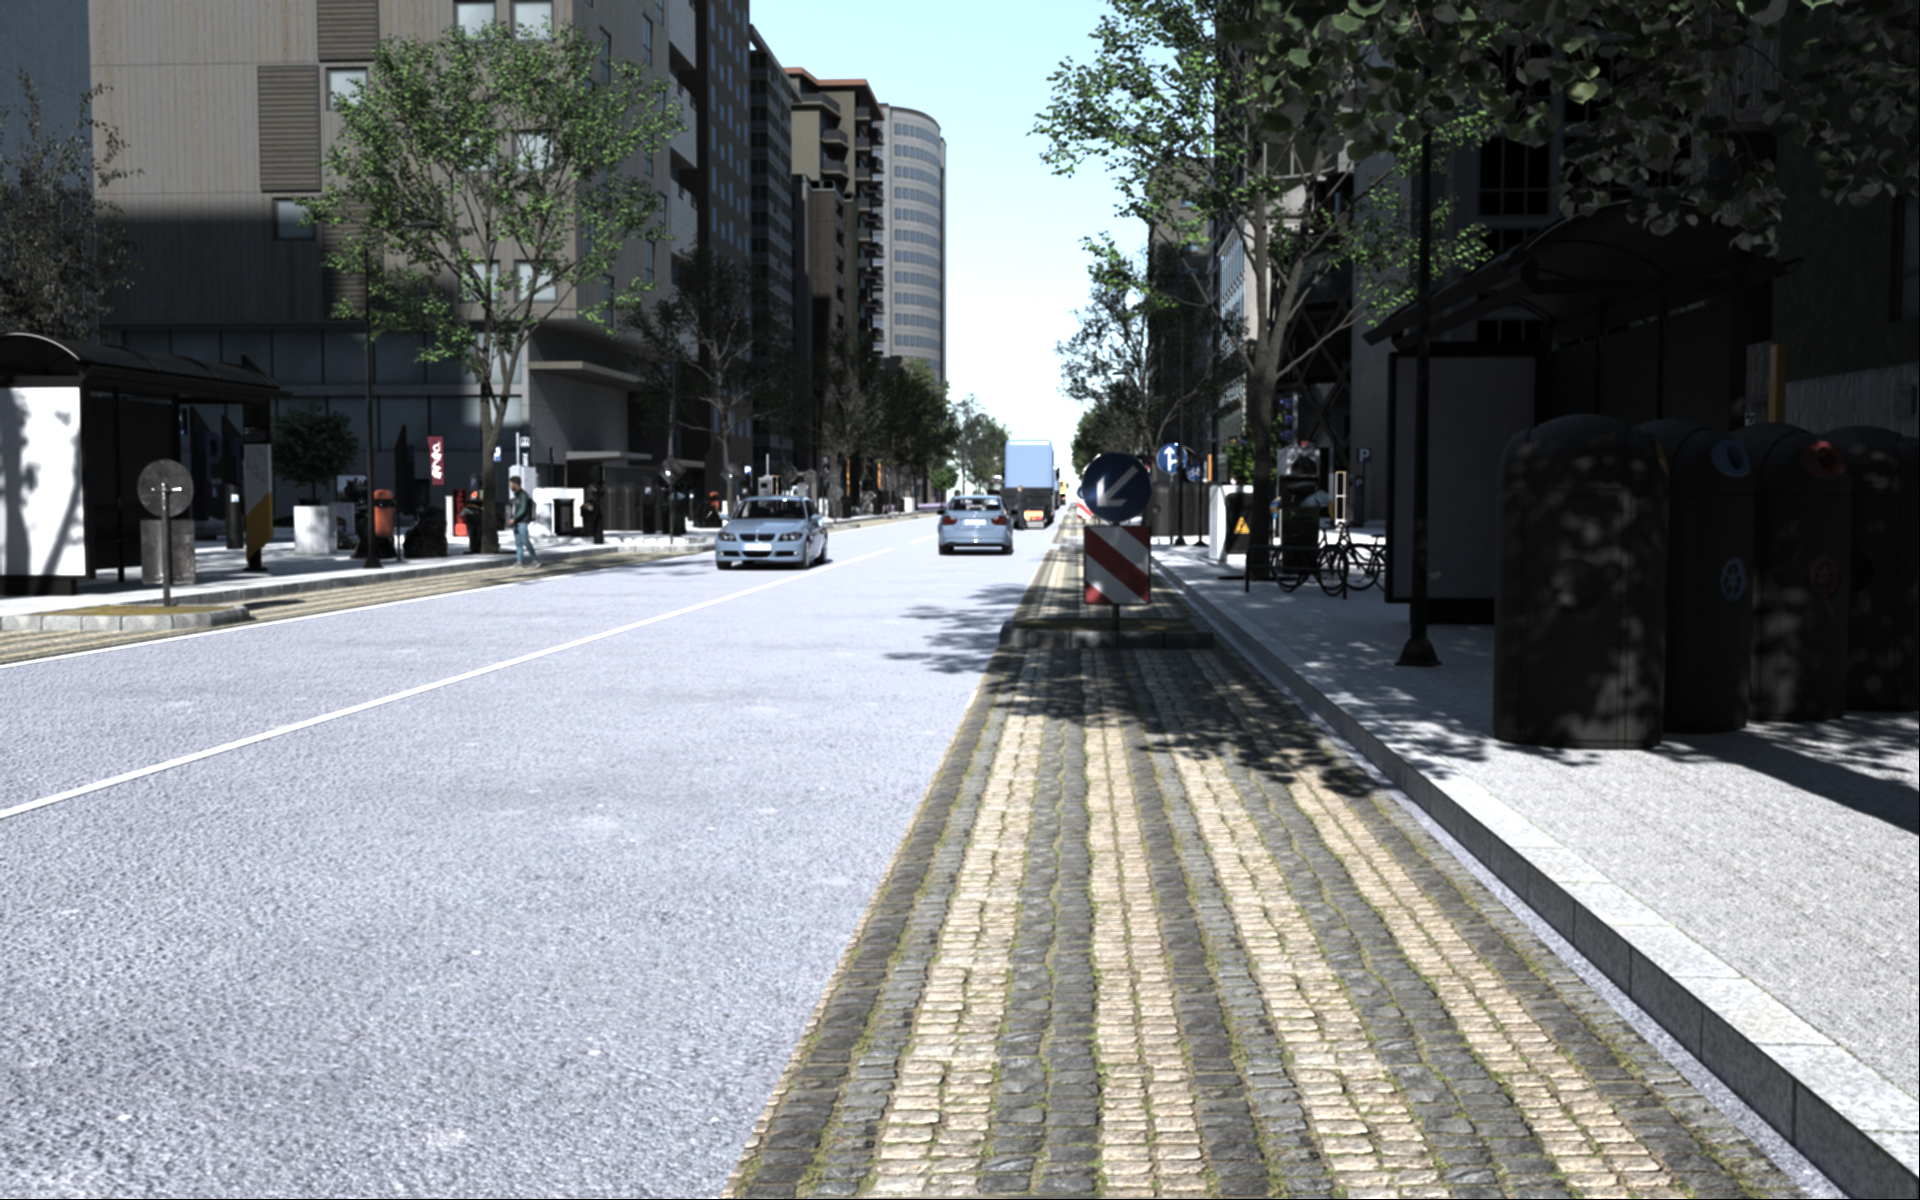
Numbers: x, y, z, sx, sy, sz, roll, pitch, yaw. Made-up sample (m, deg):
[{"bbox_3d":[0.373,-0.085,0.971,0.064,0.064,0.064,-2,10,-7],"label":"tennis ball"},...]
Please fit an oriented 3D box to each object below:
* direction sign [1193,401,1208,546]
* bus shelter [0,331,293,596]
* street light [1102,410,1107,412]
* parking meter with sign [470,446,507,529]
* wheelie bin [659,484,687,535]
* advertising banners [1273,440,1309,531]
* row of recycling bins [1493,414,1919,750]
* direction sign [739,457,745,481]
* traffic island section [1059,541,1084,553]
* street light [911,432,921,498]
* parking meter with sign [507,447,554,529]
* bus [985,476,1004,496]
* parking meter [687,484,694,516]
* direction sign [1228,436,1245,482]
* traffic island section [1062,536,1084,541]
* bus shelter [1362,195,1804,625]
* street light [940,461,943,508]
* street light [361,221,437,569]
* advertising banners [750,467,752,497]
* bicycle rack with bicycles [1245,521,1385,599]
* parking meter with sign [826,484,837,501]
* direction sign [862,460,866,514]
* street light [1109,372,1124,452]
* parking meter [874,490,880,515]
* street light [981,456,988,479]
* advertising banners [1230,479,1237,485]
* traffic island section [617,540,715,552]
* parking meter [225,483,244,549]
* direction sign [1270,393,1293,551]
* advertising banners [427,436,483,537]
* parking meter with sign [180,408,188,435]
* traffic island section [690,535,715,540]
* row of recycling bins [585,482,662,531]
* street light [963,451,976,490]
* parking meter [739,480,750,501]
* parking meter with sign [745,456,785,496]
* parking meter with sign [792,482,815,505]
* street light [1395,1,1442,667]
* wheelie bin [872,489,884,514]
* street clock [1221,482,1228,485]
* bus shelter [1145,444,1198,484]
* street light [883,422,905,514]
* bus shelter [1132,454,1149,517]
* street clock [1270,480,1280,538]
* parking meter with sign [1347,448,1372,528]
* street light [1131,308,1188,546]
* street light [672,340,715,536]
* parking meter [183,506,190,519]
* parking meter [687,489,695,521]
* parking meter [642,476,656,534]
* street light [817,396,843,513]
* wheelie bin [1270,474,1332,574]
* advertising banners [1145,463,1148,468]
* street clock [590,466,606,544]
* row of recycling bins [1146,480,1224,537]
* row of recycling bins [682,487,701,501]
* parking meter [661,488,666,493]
[{"bbox_3d":[5.921,-3.093,42.561,0.379,3.537,0.876,0,4,0],"label":"direction sign"},{"bbox_3d":[-11.568,-1.860,24.339,2.014,3.302,5.546,0,4,4],"label":"bus shelter"},{"bbox_3d":[8.472,-7.543,95.872,1.470,5.913,1.316,0,4,4],"label":"street light"},{"bbox_3d":[-17.420,-4.073,62.859,0.543,3.016,1.738,2,4,32],"label":"parking meter with sign"},{"bbox_3d":[-9.052,-2.860,54.664,0.980,1.594,0.693,2,4,34],"label":"wheelie bin"},{"bbox_3d":[10.418,-3.666,56.123,2.074,3.025,0.090,-2,4,-24],"label":"advertising banners"},{"bbox_3d":[4.306,-0.165,9.805,3.534,1.692,1.069,-2,4,-34],"label":"row of recycling bins"},{"bbox_3d":[-13.361,-6.988,106.252,0.379,3.537,0.876,1,4,17],"label":"direction sign"},{"bbox_3d":[3.481,-1.277,43.152,2.009,0.180,2.903,0,4,4],"label":"traffic island section"},{"bbox_3d":[-3.082,-9.533,128.412,1.470,5.913,1.316,0,4,4],"label":"street light"},{"bbox_3d":[-15.939,-4.151,64.135,1.738,3.016,0.543,0,4,-7],"label":"parking meter with sign"},{"bbox_3d":[4.010,-10.506,166.630,2.948,3.499,13.247,0,4,3],"label":"bus"},{"bbox_3d":[-15.907,-5.910,102.342,0.399,1.863,0.255,2,4,26],"label":"parking meter"},{"bbox_3d":[10.851,-4.620,67.526,0.876,3.537,0.379,3,4,39],"label":"direction sign"},{"bbox_3d":[4.013,-1.764,51.119,2.009,0.180,2.903,0,4,4],"label":"traffic island section"},{"bbox_3d":[4.830,-1.259,14.501,2.014,3.302,5.546,0,4,4],"label":"bus shelter"},{"bbox_3d":[-1.154,-11.348,158.087,1.470,5.913,1.316,0,4,4],"label":"street light"},{"bbox_3d":[-9.603,-3.496,29.693,1.470,5.913,1.316,0,4,4],"label":"street light"},{"bbox_3d":[-13.623,-7.065,111.692,0.090,3.025,2.074,0,4,6],"label":"advertising banners"},{"bbox_3d":[4.991,-0.559,22.528,2.852,0.926,2.925,-2,4,-31],"label":"bicycle rack with bicycles"},{"bbox_3d":[-9.166,-7.972,126.603,0.543,3.016,1.738,3,4,38],"label":"parking meter with sign"},{"bbox_3d":[-6.362,-7.484,114.368,0.379,3.537,0.876,-1,4,-17],"label":"direction sign"},{"bbox_3d":[6.457,-5.709,65.888,1.470,5.913,1.316,0,4,4],"label":"street light"},{"bbox_3d":[-5.046,-5.898,104.835,0.372,1.533,0.369,0,3,0],"label":"parking meter"},{"bbox_3d":[2.401,-14.587,211.043,1.470,5.913,1.316,0,4,4],"label":"street light"},{"bbox_3d":[14.172,-5.483,85.831,2.074,3.025,0.090,3,5,44],"label":"advertising banners"},{"bbox_3d":[-7.336,-1.321,43.876,2.009,0.180,2.903,0,4,4],"label":"traffic island section"},{"bbox_3d":[-16.981,-1.965,40.532,0.372,1.533,0.369,0,3,0],"label":"parking meter"},{"bbox_3d":[7.028,-2.872,38.947,0.876,3.537,0.379,0,4,7],"label":"direction sign"},{"bbox_3d":[-14.957,-3.409,51.921,2.074,3.025,0.090,0,4,6],"label":"advertising banners"},{"bbox_3d":[-16.305,-2.341,34.530,0.543,3.016,1.738,2,4,28],"label":"parking meter with sign"},{"bbox_3d":[-6.804,-1.808,51.844,2.009,0.180,2.903,0,4,4],"label":"traffic island section"},{"bbox_3d":[-11.819,-3.282,60.774,3.534,1.692,1.069,2,4,35],"label":"row of recycling bins"},{"bbox_3d":[0.863,-13.185,188.115,1.470,5.913,1.316,0,4,4],"label":"street light"},{"bbox_3d":[-8.810,-3.976,70.723,0.399,1.863,0.255,-2,4,-26],"label":"parking meter"},{"bbox_3d":[-8.907,-5.082,79.359,1.738,3.016,0.543,0,4,-3],"label":"parking meter with sign"},{"bbox_3d":[-10.115,-7.055,111.603,1.738,3.016,0.543,2,4,26],"label":"parking meter with sign"},{"bbox_3d":[2.903,-2.467,12.876,1.470,5.913,1.316,0,4,4],"label":"street light"},{"bbox_3d":[-5.185,-6.218,109.567,0.693,1.594,0.980,-1,4,-18],"label":"wheelie bin"},{"bbox_3d":[15.595,-5.972,102.216,0.358,2.002,0.471,-3,5,-40],"label":"street clock"},{"bbox_3d":[8.865,-4.835,72.977,2.014,3.302,5.546,0,4,4],"label":"bus shelter"},{"bbox_3d":[-4.259,-8.513,111.728,1.470,5.913,1.316,0,4,4],"label":"street light"},{"bbox_3d":[10.120,-6.714,101.061,1.731,3.624,6.357,0,4,4],"label":"bus shelter"},{"bbox_3d":[9.387,-2.839,50.991,0.471,2.002,0.358,2,4,27],"label":"street clock"},{"bbox_3d":[15.240,-4.294,66.474,0.543,3.016,1.738,0,4,-4],"label":"parking meter with sign"},{"bbox_3d":[4.916,-4.293,42.728,1.470,5.913,1.316,0,4,4],"label":"street light"},{"bbox_3d":[-8.092,-4.883,52.376,1.470,5.913,1.316,0,4,4],"label":"street light"},{"bbox_3d":[-25.903,-3.019,57.774,0.372,1.533,0.369,0,3,0],"label":"parking meter"},{"bbox_3d":[-12.758,-4.519,82.298,0.372,1.533,0.369,0,3,0],"label":"parking meter"},{"bbox_3d":[-10.035,-3.075,55.990,0.399,1.863,0.255,1,4,8],"label":"parking meter"},{"bbox_3d":[-6.216,-6.698,82.055,1.470,5.913,1.316,0,4,4],"label":"street light"},{"bbox_3d":[5.491,-1.222,27.885,0.980,1.594,0.693,0,4,7],"label":"wheelie bin"},{"bbox_3d":[10.869,-6.149,96.715,2.074,3.025,0.090,-3,5,-39],"label":"advertising banners"},{"bbox_3d":[-9.220,-2.421,44.151,0.358,2.002,0.471,1,4,15],"label":"street clock"},{"bbox_3d":[7.064,-2.843,53.592,1.069,1.692,3.534,3,5,44],"label":"row of recycling bins"},{"bbox_3d":[-17.273,-5.896,103.513,3.534,1.692,1.069,0,4,-5],"label":"row of recycling bins"},{"bbox_3d":[-11.599,-3.598,67.234,0.372,1.533,0.369,0,3,0],"label":"parking meter"}]
